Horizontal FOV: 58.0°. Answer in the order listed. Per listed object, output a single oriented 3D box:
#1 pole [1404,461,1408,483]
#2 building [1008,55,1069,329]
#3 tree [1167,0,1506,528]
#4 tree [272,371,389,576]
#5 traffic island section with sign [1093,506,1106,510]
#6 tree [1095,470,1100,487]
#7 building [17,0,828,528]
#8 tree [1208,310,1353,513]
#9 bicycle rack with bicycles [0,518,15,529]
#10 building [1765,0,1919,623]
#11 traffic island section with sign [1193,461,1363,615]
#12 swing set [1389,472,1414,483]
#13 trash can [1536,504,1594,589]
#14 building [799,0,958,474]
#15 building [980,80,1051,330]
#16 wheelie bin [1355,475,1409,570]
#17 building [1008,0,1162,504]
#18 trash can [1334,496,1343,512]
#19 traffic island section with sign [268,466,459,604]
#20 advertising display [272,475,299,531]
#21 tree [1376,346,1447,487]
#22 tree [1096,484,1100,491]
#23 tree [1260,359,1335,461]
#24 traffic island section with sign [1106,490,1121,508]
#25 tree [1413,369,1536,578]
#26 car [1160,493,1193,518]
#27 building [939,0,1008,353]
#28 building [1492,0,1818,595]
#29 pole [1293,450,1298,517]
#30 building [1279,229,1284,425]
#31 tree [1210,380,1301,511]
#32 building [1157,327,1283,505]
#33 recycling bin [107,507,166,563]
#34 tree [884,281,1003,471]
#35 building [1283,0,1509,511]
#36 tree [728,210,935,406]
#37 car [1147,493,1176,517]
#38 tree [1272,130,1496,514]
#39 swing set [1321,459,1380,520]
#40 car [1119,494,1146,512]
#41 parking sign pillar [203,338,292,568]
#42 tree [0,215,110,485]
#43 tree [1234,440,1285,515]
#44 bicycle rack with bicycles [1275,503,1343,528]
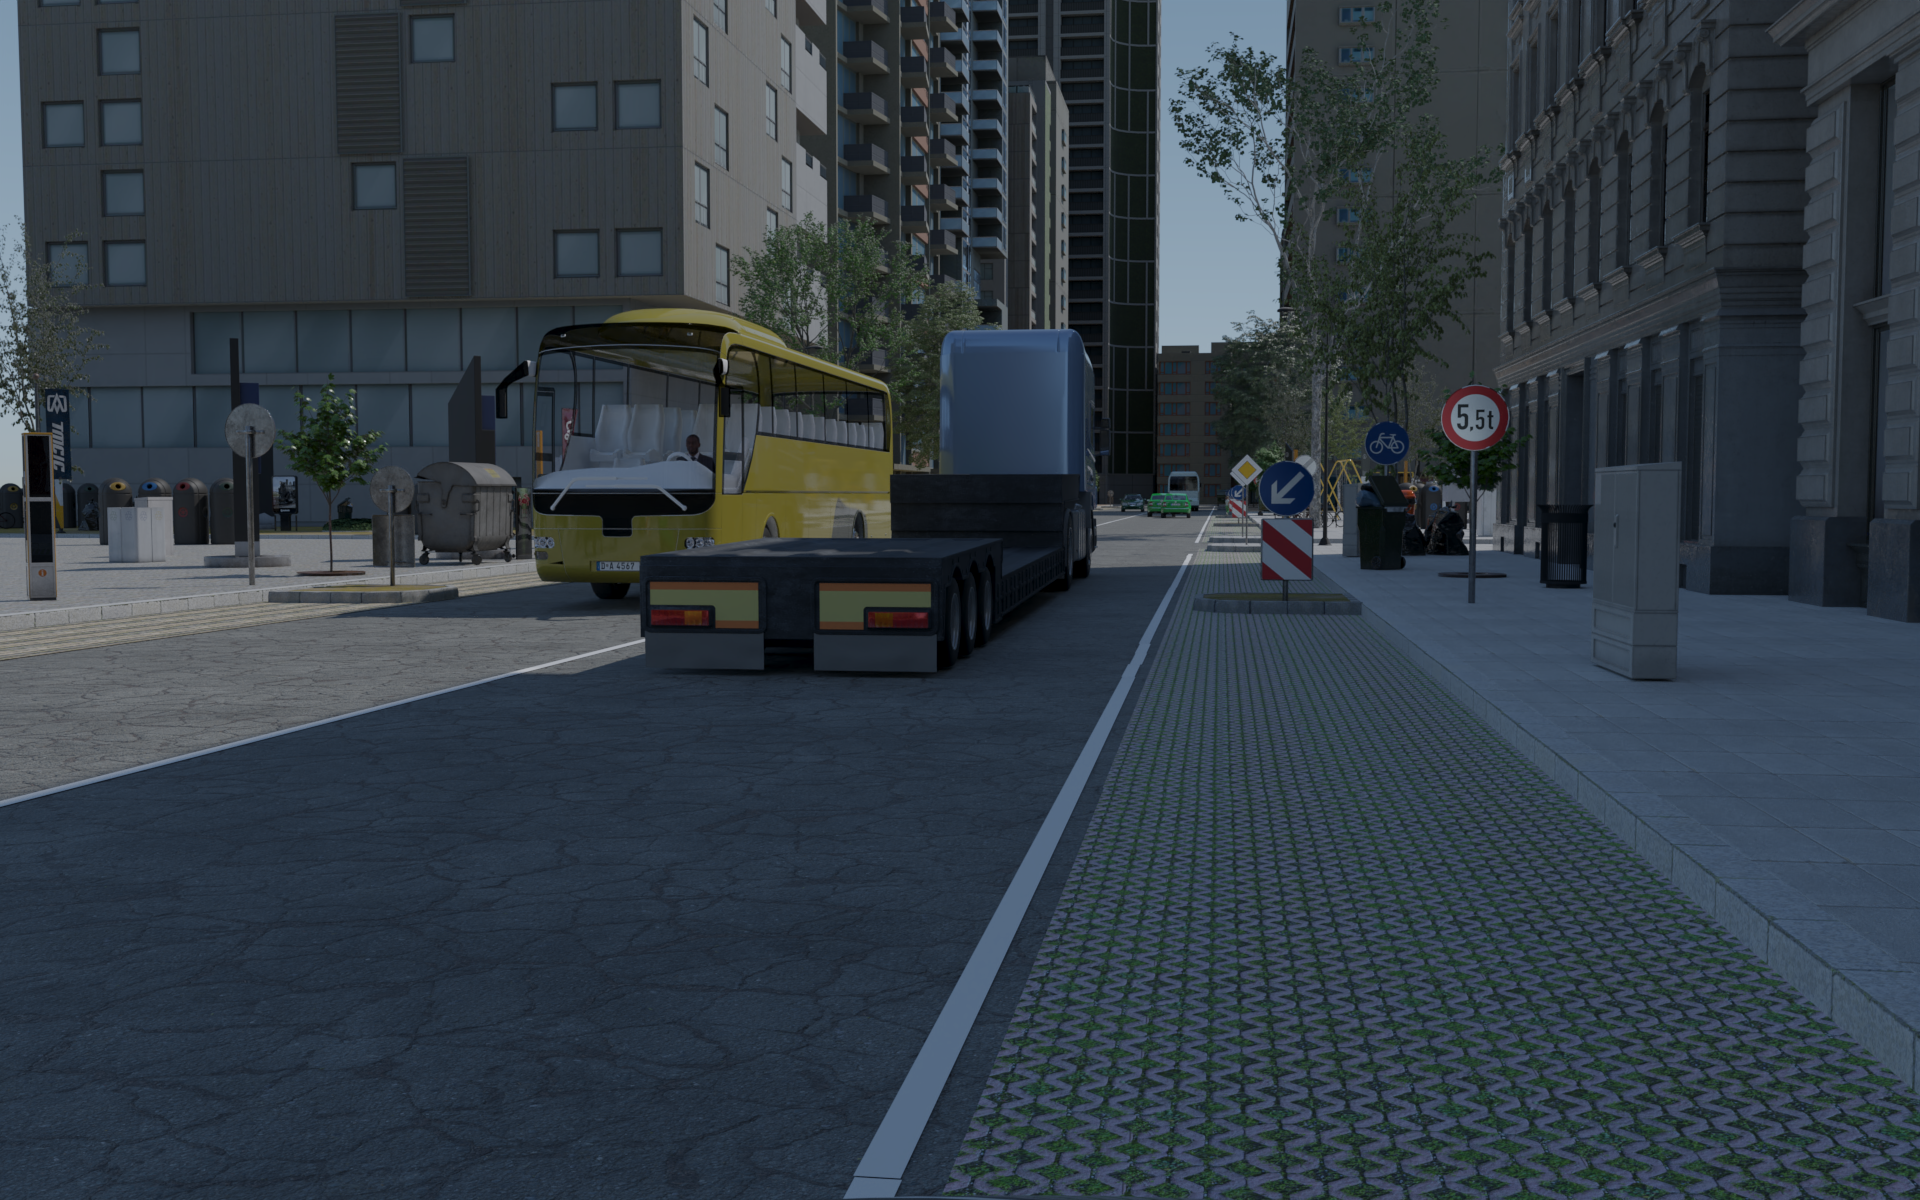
[{"bbox_3d":[27.321,-6.873,106.217,0.158,3.312,0.155,0,3,0],"label":"pole"},{"bbox_3d":[0.476,-34.667,190.503,21.600,48.544,21.300,1,4,9],"label":"building"},{"bbox_3d":[14.417,-12.684,63.278,12.611,20.169,13.585,0,3,0],"label":"tree"},{"bbox_3d":[-9.830,-2.004,27.369,1.663,3.219,1.824,0,3,0],"label":"tree"},{"bbox_3d":[11.742,-8.895,154.065,1.989,1.847,2.006,1,4,9],"label":"traffic island section with sign"},{"bbox_3d":[13.466,-12.467,187.553,4.285,4.588,4.351,0,3,0],"label":"tree"},{"bbox_3d":[-21.524,-29.880,77.776,28.713,52.752,27.495,1,4,9],"label":"building"},{"bbox_3d":[21.910,-13.044,119.917,9.857,13.997,8.962,0,3,0],"label":"tree"},{"bbox_3d":[-35.981,-2.991,62.285,2.925,0.926,2.852,0,4,-7],"label":"bicycle rack with bicycles"},{"bbox_3d":[13.334,-11.097,10.318,11.050,23.489,19.941,1,4,9],"label":"building"},{"bbox_3d":[3.905,-0.784,21.441,1.989,1.847,2.006,1,4,9],"label":"traffic island section with sign"},{"bbox_3d":[30.832,-7.672,123.050,3.119,2.851,2.862,1,4,10],"label":"swing set"},{"bbox_3d":[8.257,-0.735,23.677,0.748,1.137,0.748,0,3,0],"label":"trash can"},{"bbox_3d":[-12.178,-28.044,113.136,22.147,44.769,28.867,1,4,9],"label":"building"},{"bbox_3d":[1.035,-29.583,167.281,14.154,41.232,14.086,1,4,9],"label":"building"},{"bbox_3d":[7.130,-1.317,29.436,0.980,1.594,0.693,-2,4,-35],"label":"wheelie bin"},{"bbox_3d":[15.073,-47.991,222.901,20.611,71.187,20.563,1,4,9],"label":"building"},{"bbox_3d":[27.363,-6.933,125.002,0.748,1.137,0.748,0,3,0],"label":"trash can"},{"bbox_3d":[-7.944,-0.908,23.471,1.989,1.847,2.006,1,4,9],"label":"traffic island section with sign"},{"bbox_3d":[-23.430,-3.360,60.143,0.974,1.923,0.123,1,4,15],"label":"advertising display"},{"bbox_3d":[22.385,-8.243,85.133,4.360,8.622,3.978,0,3,0],"label":"tree"},{"bbox_3d":[13.705,-11.517,182.905,1.663,3.219,1.824,0,3,0],"label":"tree"},{"bbox_3d":[18.320,-8.877,95.495,4.360,8.622,3.978,0,3,0],"label":"tree"},{"bbox_3d":[15.759,-10.526,180.721,1.989,1.847,2.006,1,4,9],"label":"traffic island section with sign"},{"bbox_3d":[7.965,-1.978,26.944,1.663,3.219,1.824,0,3,0],"label":"tree"},{"bbox_3d":[13.034,-5.849,104.421,1.959,1.807,4.718,0,4,8],"label":"car"},{"bbox_3d":[-6.609,-50.864,144.292,22.319,86.520,31.000,1,4,9],"label":"building"},{"bbox_3d":[15.500,-11.032,29.518,9.793,20.994,18.267,1,4,9],"label":"building"},{"bbox_3d":[15.450,-5.259,79.829,0.158,3.312,0.155,0,3,0],"label":"pole"},{"bbox_3d":[41.846,-25.519,188.941,14.160,30.474,14.107,1,4,9],"label":"building"},{"bbox_3d":[22.801,-11.980,130.291,8.767,10.594,7.601,1,4,18],"label":"tree"},{"bbox_3d":[40.602,-23.193,224.241,28.899,21.520,27.650,1,4,9],"label":"building"},{"bbox_3d":[-15.520,-1.229,32.653,0.722,1.027,0.722,1,4,20],"label":"recycling bin"},{"bbox_3d":[-0.699,-10.678,92.715,7.486,12.596,7.792,0,3,0],"label":"tree"},{"bbox_3d":[37.701,-31.678,141.645,21.300,48.544,21.600,1,4,9],"label":"building"},{"bbox_3d":[-4.999,-8.360,62.435,9.928,11.665,9.643,0,3,0],"label":"tree"},{"bbox_3d":[12.797,-6.174,109.738,1.959,1.807,4.718,0,4,8],"label":"car"},{"bbox_3d":[8.458,-5.144,34.466,4.737,8.622,4.395,0,3,0],"label":"tree"},{"bbox_3d":[17.601,-5.014,79.594,2.862,2.851,3.119,0,4,3],"label":"swing set"},{"bbox_3d":[13.947,-7.819,139.642,2.131,1.459,4.920,0,4,7],"label":"car"},{"bbox_3d":[-12.656,-2.581,30.664,1.447,3.967,1.447,-1,4,-22],"label":"parking sign pillar"},{"bbox_3d":[-24.201,-5.799,45.170,4.360,8.622,3.978,0,3,0],"label":"tree"},{"bbox_3d":[19.113,-7.444,105.423,4.285,4.588,4.351,0,3,0],"label":"tree"},{"bbox_3d":[13.528,-3.268,66.810,2.925,0.926,2.852,-1,4,-11],"label":"bicycle rack with bicycles"}]
